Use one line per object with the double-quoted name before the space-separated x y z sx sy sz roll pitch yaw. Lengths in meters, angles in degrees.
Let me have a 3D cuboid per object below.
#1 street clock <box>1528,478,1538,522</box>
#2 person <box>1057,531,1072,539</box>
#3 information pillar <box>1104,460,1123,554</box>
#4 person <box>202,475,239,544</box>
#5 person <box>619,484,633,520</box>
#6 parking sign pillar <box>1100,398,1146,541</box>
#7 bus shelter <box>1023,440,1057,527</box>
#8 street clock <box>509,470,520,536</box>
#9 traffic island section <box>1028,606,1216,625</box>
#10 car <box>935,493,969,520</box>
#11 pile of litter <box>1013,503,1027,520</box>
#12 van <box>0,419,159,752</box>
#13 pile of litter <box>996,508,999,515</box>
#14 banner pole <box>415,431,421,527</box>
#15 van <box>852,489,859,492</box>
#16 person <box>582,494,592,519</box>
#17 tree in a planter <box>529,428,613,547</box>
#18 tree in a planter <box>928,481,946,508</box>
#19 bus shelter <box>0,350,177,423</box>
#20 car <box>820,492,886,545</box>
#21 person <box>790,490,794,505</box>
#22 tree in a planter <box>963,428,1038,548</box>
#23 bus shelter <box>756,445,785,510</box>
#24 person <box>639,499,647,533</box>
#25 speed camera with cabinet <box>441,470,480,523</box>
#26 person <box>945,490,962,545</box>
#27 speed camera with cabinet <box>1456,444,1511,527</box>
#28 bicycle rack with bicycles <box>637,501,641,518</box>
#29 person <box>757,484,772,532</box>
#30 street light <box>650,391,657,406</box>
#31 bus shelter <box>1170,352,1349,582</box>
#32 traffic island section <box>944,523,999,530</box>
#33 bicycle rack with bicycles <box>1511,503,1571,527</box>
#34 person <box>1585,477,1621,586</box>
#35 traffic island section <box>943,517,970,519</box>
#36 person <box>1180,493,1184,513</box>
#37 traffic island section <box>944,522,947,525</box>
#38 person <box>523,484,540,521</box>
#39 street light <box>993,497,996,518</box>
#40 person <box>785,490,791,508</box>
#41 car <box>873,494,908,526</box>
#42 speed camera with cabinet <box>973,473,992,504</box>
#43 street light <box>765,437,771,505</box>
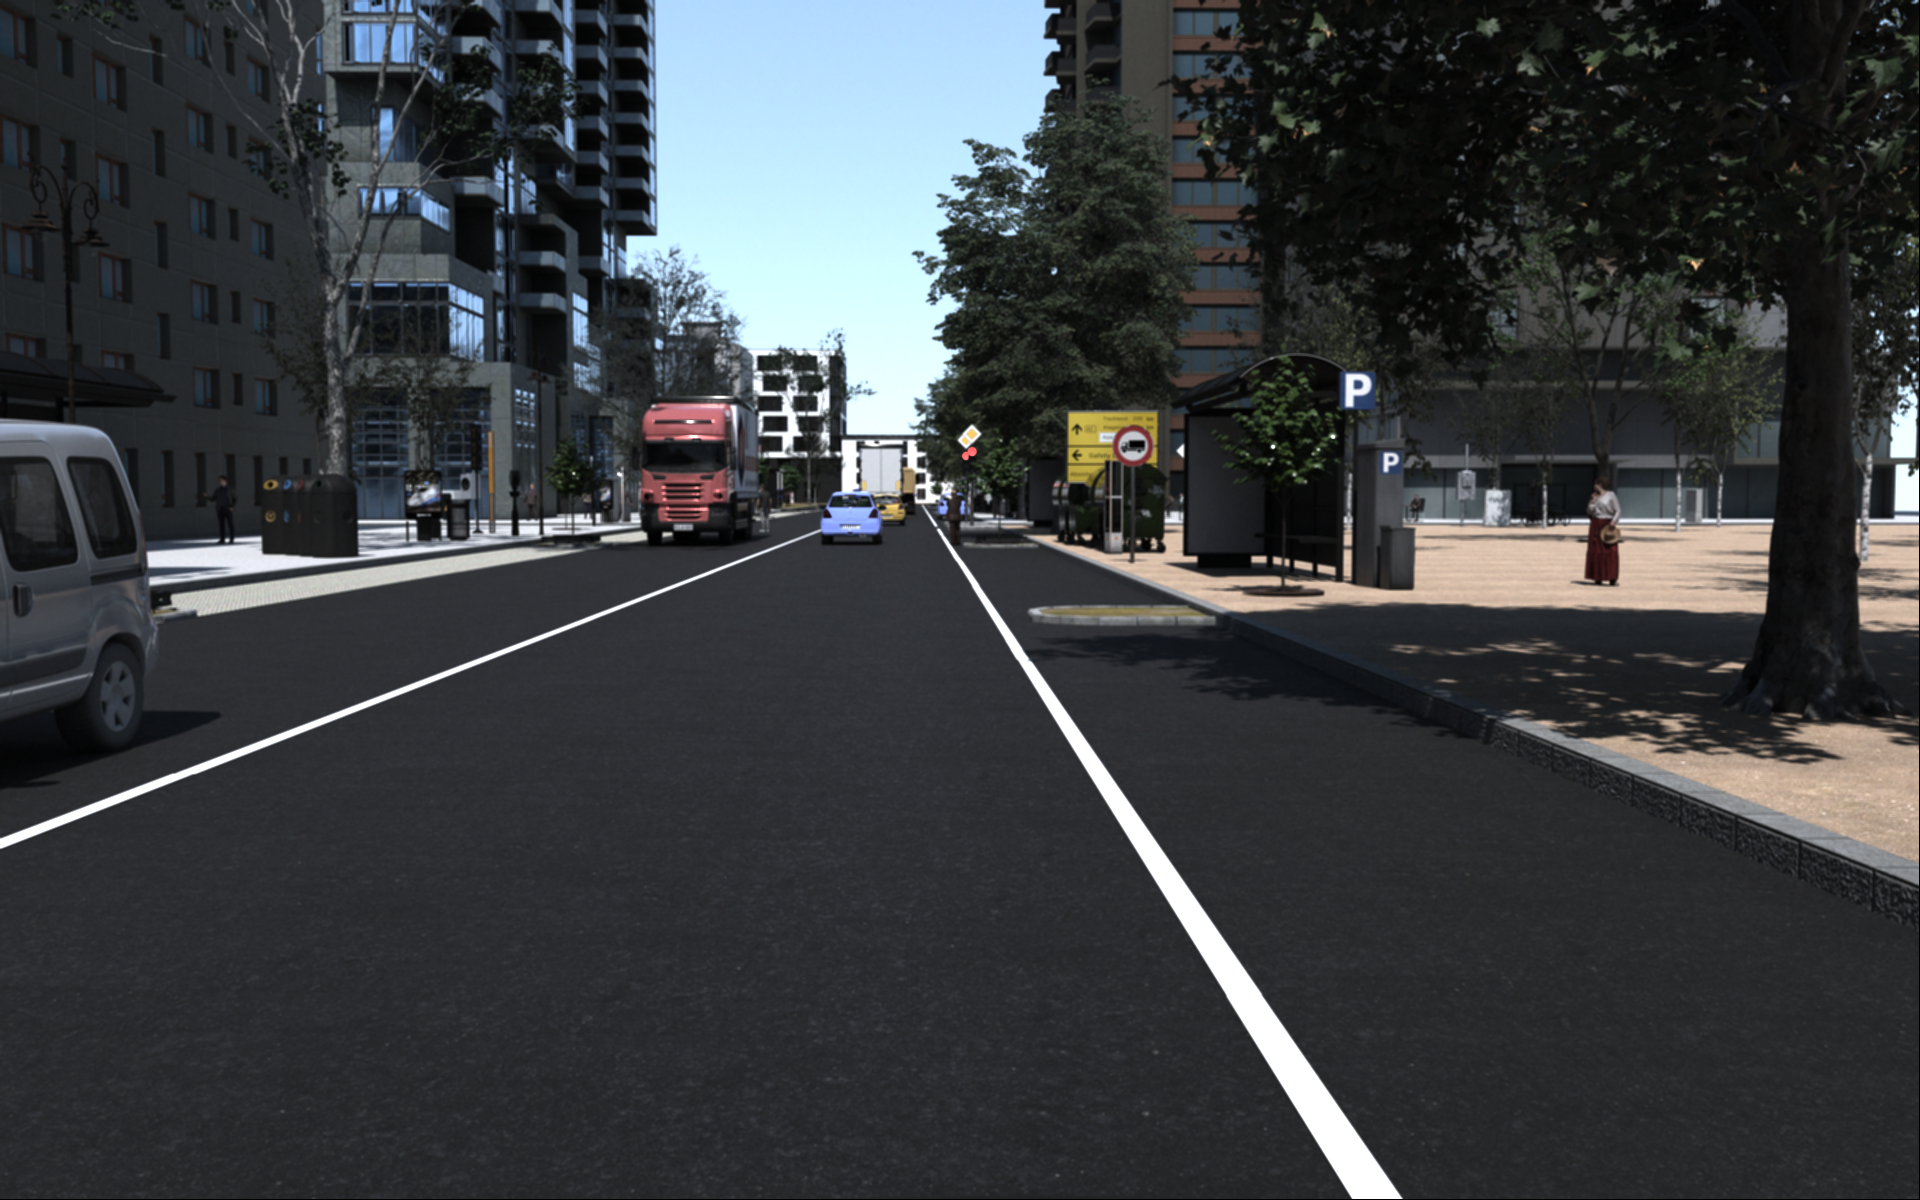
"street clock" 26.201 -4.566 79.227 0.471 2.002 0.358 1 4 13
"person" 3.086 -2.534 49.681 0.499 1.552 0.429 -2 4 -30
"information pillar" 3.292 -1.994 37.099 0.304 2.012 0.304 -1 4 -20
"person" -19.031 -2.323 44.561 0.617 1.759 0.750 1 4 17
"person" -16.374 -4.735 84.012 0.990 1.755 0.434 0 4 -3
"parking sign pillar" 4.457 -3.653 48.199 1.447 3.967 1.447 2 4 26
"bus shelter" 3.494 -4.370 65.369 2.014 3.302 5.546 0 4 -2
"street clock" -13.590 -2.955 52.880 0.358 2.002 0.471 -2 4 -25
"traffic island section" 1.791 0.181 19.903 1.991 0.108 1.994 0 4 -1
"car" -0.419 -5.348 97.029 1.945 1.707 3.694 0 4 -3
"pile of litter" 3.454 -4.424 86.305 1.719 0.858 1.176 0 4 -4
"van" -5.513 -0.079 8.311 2.013 2.044 4.112 0 3 0
"pile of litter" 2.833 -5.601 105.549 1.719 0.858 1.176 -2 4 -28
"banner pole" -21.032 -4.724 67.255 0.401 3.779 0.863 0 4 -2
"van" -12.016 -12.426 207.546 2.240 2.365 5.245 0 4 -3
"person" -19.377 -5.123 90.336 0.617 1.759 0.750 0 4 -7
"tree in a planter" -10.550 -3.052 47.116 1.991 3.239 1.994 0 4 -1
"tree in a planter" -2.359 -11.170 179.843 1.991 3.239 1.994 0 4 -1
"bus shelter" -13.598 -1.919 25.294 2.014 3.302 5.546 0 4 -1
"car" -3.118 -2.485 50.228 1.945 1.707 3.694 0 4 -2
"person" -20.432 -12.490 210.926 0.551 1.740 0.621 -2 4 -32
"tree in a planter" 1.083 -3.048 47.051 1.991 3.239 1.994 0 4 -1
"bus shelter" -15.924 -10.161 143.762 2.179 5.291 8.768 0 4 -2
"person" -11.606 -3.259 63.994 0.499 1.552 0.429 -1 4 -20
"speed camera with cabinet" -22.185 -5.045 76.818 2.038 3.252 0.660 2 4 33
"person" -0.186 -2.315 48.616 0.482 1.546 0.388 0 4 -6
"speed camera with cabinet" 20.709 -4.536 68.507 2.038 3.252 0.660 0 4 8
"bicycle rack with bicycles" -15.385 -4.665 89.647 2.852 0.926 2.925 -1 4 -14
"person" -7.458 -3.499 65.836 0.598 1.807 0.434 -1 4 -22
"street light" -13.732 -6.418 77.729 0.468 5.910 1.993 0 4 -1
"bus shelter" 4.735 -2.054 27.507 2.014 3.302 5.546 0 4 -2
"traffic island section" 0.501 -2.905 69.782 2.009 0.180 2.903 0 4 -1
"bicycle rack with bicycles" 23.232 -3.438 69.592 2.925 0.926 2.852 -1 4 -15
"person" 9.016 -0.962 24.242 0.387 1.526 0.523 -3 5 -41
"traffic island section" -0.343 -4.866 102.421 1.991 0.108 1.994 0 4 -1
"person" 14.879 -6.523 116.600 0.340 1.345 0.435 1 4 14
"traffic island section" 0.295 -3.394 77.764 2.009 0.180 2.903 0 4 -1
"person" -20.635 -4.707 83.549 0.990 1.755 0.434 1 4 14
"street light" 1.871 -7.361 93.144 0.468 5.910 1.993 0 4 -1
"person" -15.554 -9.106 156.403 0.593 1.643 0.415 -2 4 -32
"car" -3.403 -4.269 80.014 2.015 1.641 3.980 0 4 -3
"speed camera with cabinet" 1.622 -8.245 129.142 0.660 3.252 2.038 -3 4 -37
"street light" -15.273 -10.093 137.812 0.468 5.910 1.993 0 4 -1
